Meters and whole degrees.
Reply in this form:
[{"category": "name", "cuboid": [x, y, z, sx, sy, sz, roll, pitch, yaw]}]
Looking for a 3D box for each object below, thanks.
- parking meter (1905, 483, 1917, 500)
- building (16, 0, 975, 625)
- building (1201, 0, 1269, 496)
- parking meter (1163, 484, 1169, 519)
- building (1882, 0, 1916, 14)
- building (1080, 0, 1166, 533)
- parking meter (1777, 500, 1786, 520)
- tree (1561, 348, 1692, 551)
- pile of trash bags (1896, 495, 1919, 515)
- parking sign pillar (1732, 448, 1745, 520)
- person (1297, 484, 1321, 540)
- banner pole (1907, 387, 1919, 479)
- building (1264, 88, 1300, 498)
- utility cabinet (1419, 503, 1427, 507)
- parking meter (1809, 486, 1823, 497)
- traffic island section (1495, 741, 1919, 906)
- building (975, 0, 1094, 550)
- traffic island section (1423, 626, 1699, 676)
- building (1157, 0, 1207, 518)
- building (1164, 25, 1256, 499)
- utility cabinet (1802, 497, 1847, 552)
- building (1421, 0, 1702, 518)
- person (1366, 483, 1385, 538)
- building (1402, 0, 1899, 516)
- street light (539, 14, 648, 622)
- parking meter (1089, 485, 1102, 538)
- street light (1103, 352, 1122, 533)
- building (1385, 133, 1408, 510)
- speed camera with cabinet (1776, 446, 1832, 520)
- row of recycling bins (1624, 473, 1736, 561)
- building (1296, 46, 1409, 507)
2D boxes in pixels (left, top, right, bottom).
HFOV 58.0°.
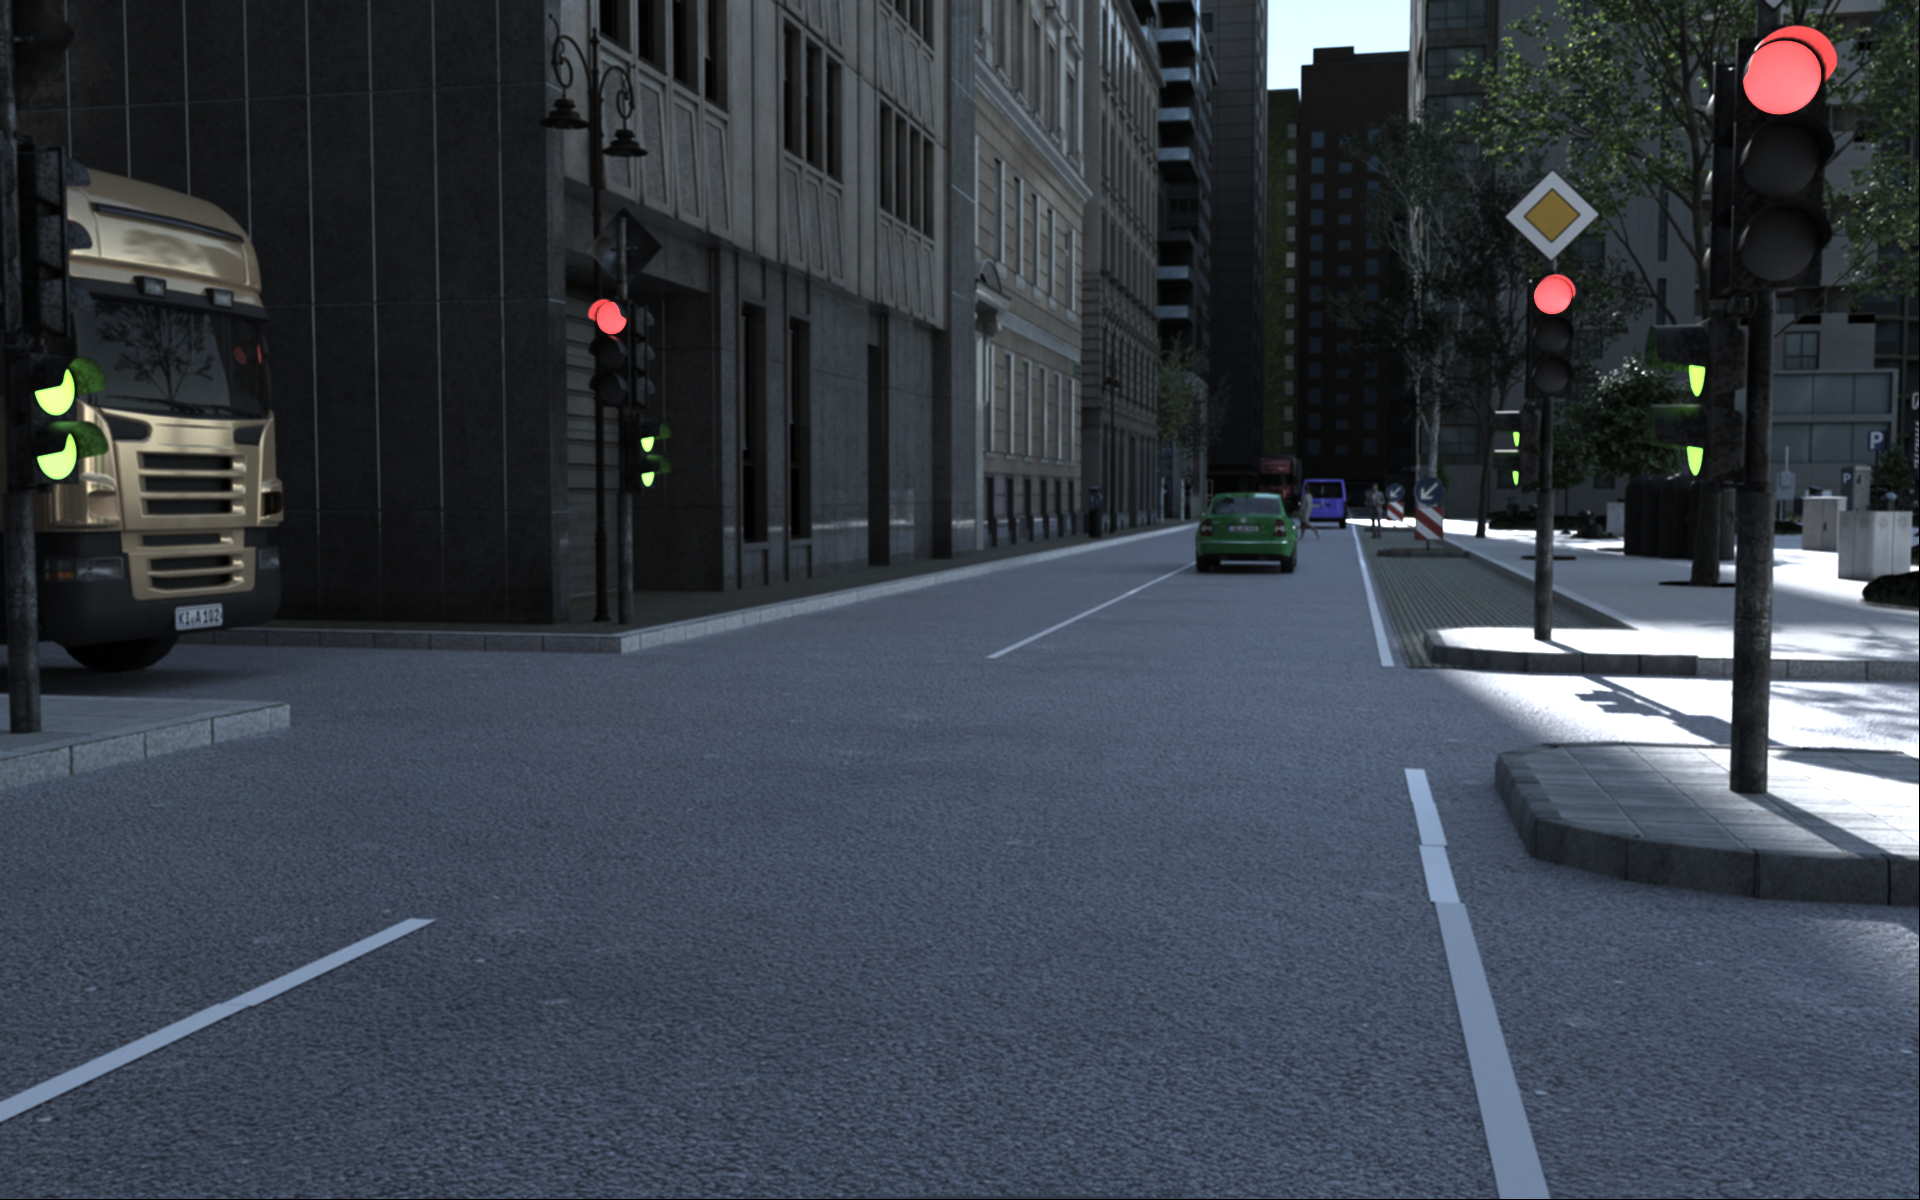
[{"category": "parking meter", "cuboid": [43.665, -4.516, 79.546, 0.399, 1.863, 0.255, 0, 4, 6]}, {"category": "building", "cuboid": [-7.704, -12.796, 27.244, 12.078, 24.808, 19.932, 1, 4, 12]}, {"category": "building", "cuboid": [16.787, -43.871, 155.535, 20.611, 71.187, 20.563, 1, 4, 12]}, {"category": "parking meter", "cuboid": [10.735, -5.204, 90.804, 0.399, 1.863, 0.255, 0, 4, -7]}, {"category": "building", "cuboid": [68.676, -29.925, 143.903, 28.867, 44.769, 22.147, 1, 4, 12]}, {"category": "building", "cuboid": [1.951, -13.246, 65.726, 9.793, 20.994, 18.267, 1, 4, 12]}, {"category": "parking meter", "cuboid": [39.912, -4.633, 84.157, 0.372, 1.533, 0.369, 0, 3, 0]}, {"category": "tree", "cuboid": [15.289, -3.389, 39.119, 4.285, 4.588, 4.351, 0, 3, 0]}, {"category": "pile of trash bags", "cuboid": [41.937, -4.115, 77.033, 3.447, 1.369, 1.912, 2, 4, 26]}, {"category": "parking sign pillar", "cuboid": [27.363, -4.462, 61.426, 1.447, 3.967, 1.447, -1, 4, -23]}, {"category": "person", "cuboid": [10.777, -2.714, 53.625, 0.760, 1.731, 0.466, 0, 4, 6]}, {"category": "banner pole", "cuboid": [19.849, -2.785, 35.557, 0.863, 3.779, 0.401, 0, 4, -1]}, {"category": "building", "cuboid": [28.038, -30.326, 179.420, 14.086, 41.232, 14.154, 1, 4, 12]}, {"category": "utility cabinet", "cuboid": [19.663, -3.967, 73.547, 0.318, 1.500, 1.173, 1, 4, 13]}, {"category": "parking meter", "cuboid": [26.021, -2.708, 52.681, 0.372, 1.533, 0.369, 0, 3, 0]}, {"category": "traffic island section", "cuboid": [3.424, 0.906, 7.474, 2.009, 0.180, 2.903, 1, 4, 12]}, {"category": "building", "cuboid": [-4.196, -15.958, 46.821, 13.634, 28.700, 20.117, 1, 4, 12]}, {"category": "traffic island section", "cuboid": [5.158, 0.429, 15.270, 2.009, 0.180, 2.903, 1, 4, 12]}, {"category": "building", "cuboid": [4.646, -48.540, 106.294, 22.319, 86.520, 31.000, 1, 4, 12]}, {"category": "building", "cuboid": [6.719, -27.124, 135.361, 32.217, 40.220, 23.993, 1, 4, 12]}, {"category": "utility cabinet", "cuboid": [19.471, -1.705, 39.047, 0.306, 1.237, 1.020, -1, 4, -16]}, {"category": "building", "cuboid": [33.335, -19.999, 98.689, 14.160, 30.474, 14.107, 1, 4, 12]}, {"category": "person", "cuboid": [13.385, -2.887, 55.902, 0.606, 1.804, 0.583, 1, 4, 20]}, {"category": "building", "cuboid": [44.441, -32.268, 116.816, 28.713, 52.752, 27.495, 1, 4, 12]}, {"category": "street light", "cuboid": [-3.620, -2.725, 17.336, 0.468, 5.910, 1.993, 1, 4, 12]}, {"category": "parking meter", "cuboid": [3.984, -2.601, 50.942, 0.372, 1.533, 0.369, 0, 3, 0]}, {"category": "street light", "cuboid": [4.969, -5.121, 56.512, 0.468, 5.910, 1.993, 1, 4, 12]}, {"category": "building", "cuboid": [41.790, -22.533, 140.123, 14.160, 30.474, 14.107, 1, 4, 12]}, {"category": "speed camera with cabinet", "cuboid": [34.871, -4.724, 71.580, 2.038, 3.252, 0.660, 1, 4, 23]}, {"category": "row of recycling bins", "cuboid": [14.474, -1.705, 34.987, 1.069, 1.692, 3.534, 0, 4, -4]}, {"category": "building", "cuboid": [41.857, -32.183, 176.294, 14.200, 45.320, 14.600, 1, 4, 12]}]
